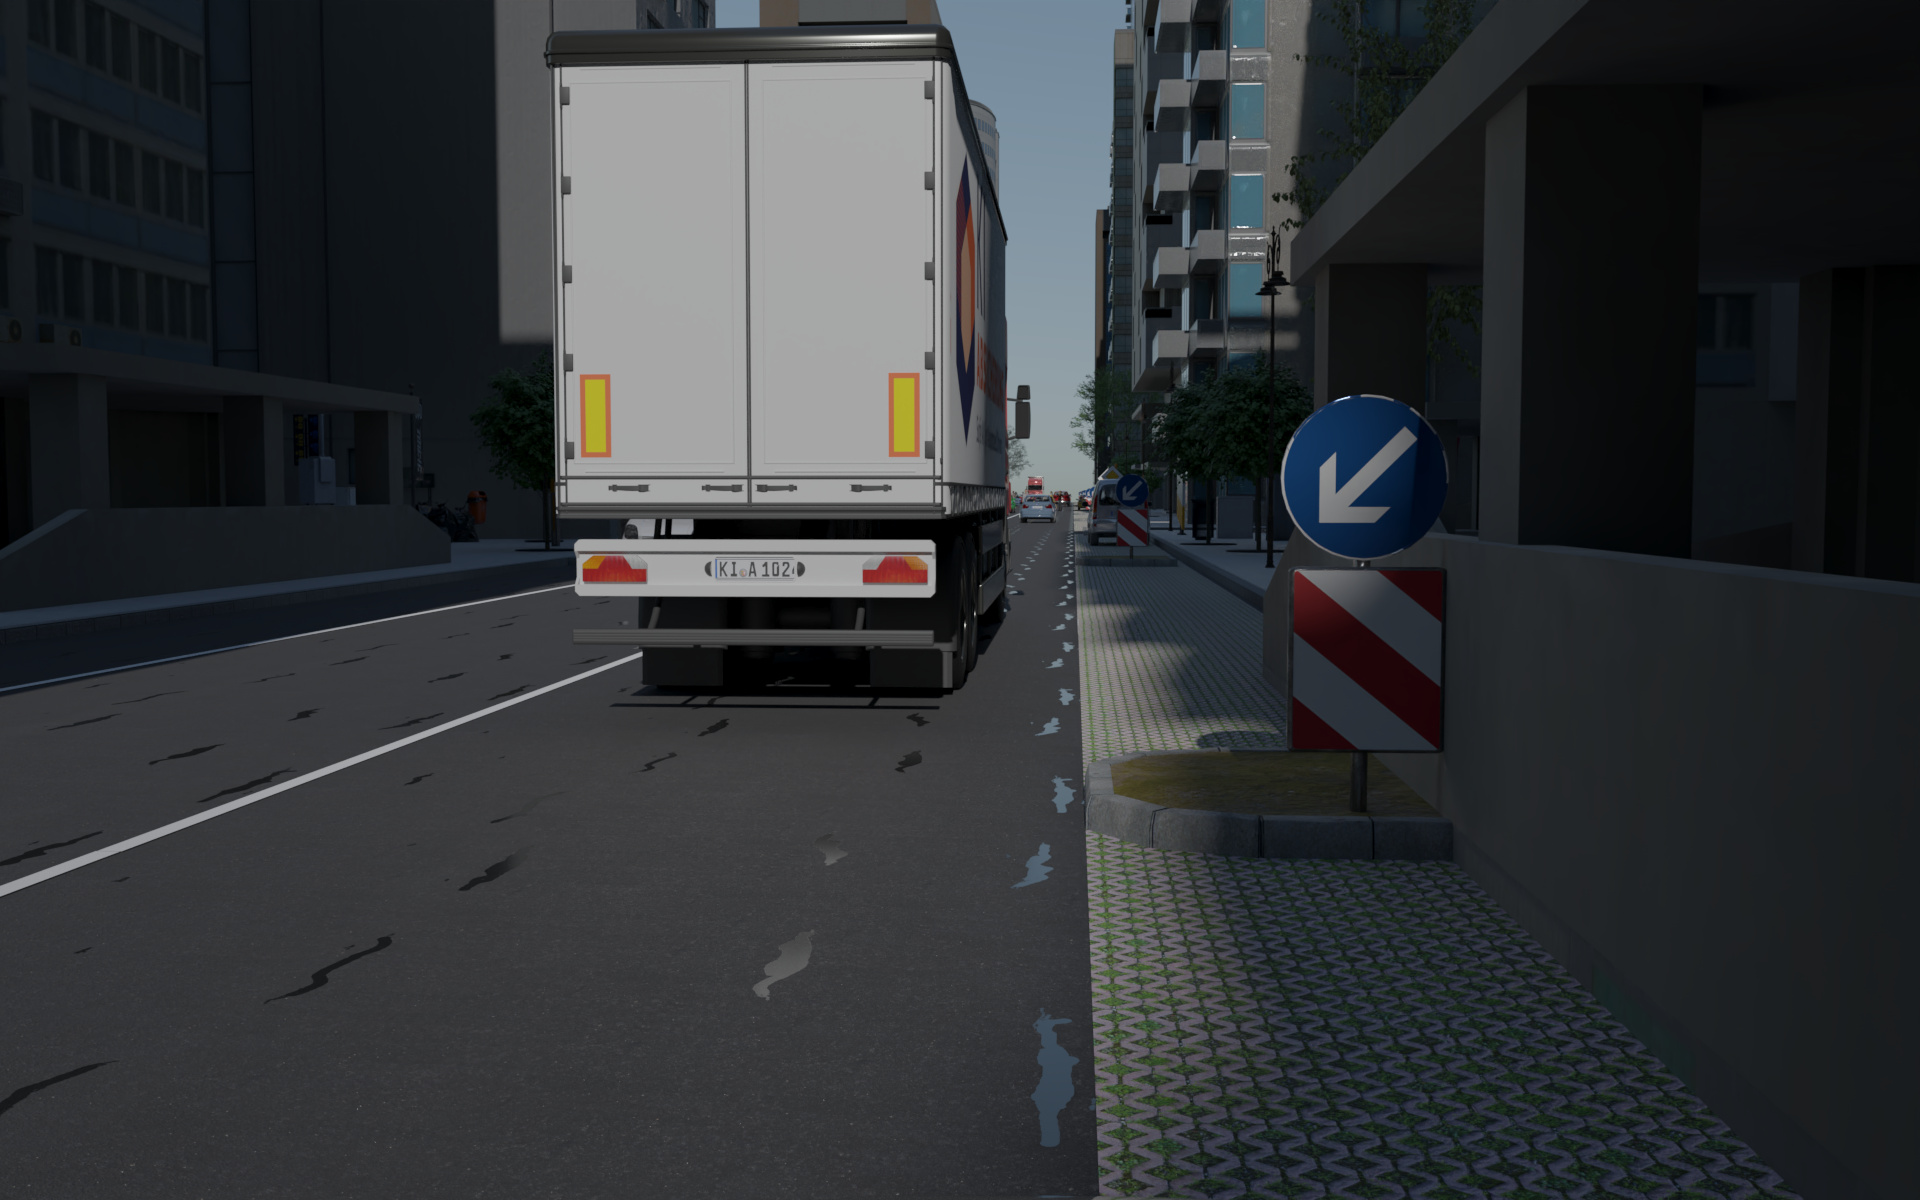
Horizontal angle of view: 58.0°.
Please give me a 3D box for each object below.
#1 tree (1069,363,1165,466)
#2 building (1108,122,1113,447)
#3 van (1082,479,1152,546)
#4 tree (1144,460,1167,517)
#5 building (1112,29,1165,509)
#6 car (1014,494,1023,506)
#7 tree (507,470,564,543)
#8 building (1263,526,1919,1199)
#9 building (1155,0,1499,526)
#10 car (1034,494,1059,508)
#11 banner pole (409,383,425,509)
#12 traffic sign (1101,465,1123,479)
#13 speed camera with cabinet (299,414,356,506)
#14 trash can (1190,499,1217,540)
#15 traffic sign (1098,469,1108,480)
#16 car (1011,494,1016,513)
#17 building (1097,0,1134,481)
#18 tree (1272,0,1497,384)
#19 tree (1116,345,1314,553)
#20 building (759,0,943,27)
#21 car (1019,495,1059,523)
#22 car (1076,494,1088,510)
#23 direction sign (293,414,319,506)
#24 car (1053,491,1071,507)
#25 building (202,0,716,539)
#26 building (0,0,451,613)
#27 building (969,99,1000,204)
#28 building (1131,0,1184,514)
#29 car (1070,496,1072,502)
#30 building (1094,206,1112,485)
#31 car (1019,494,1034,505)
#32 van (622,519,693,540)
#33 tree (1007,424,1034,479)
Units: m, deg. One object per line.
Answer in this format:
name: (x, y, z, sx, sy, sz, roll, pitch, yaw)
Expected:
tree: (12.364, -12.861, 136.026, 9.928, 11.665, 9.643, 0, 3, 0)
building: (28.664, -35.625, 202.083, 23.786, 49.044, 30.456, 0, 4, 4)
van: (4.467, -2.570, 49.027, 2.013, 2.044, 4.112, 0, 4, 3)
tree: (10.607, -6.303, 97.658, 1.663, 3.219, 1.824, 0, 3, 0)
building: (20.727, -28.892, 155.981, 14.154, 41.232, 14.086, 0, 4, 4)
car: (7.369, -11.814, 205.152, 2.014, 1.417, 4.499, 0, 4, 4)
tree: (-11.154, -3.163, 46.321, 1.663, 3.219, 1.824, 0, 3, 0)
building: (17.977, -19.107, 4.284, 32.217, 40.220, 23.993, 0, 4, 4)
building: (23.884, -27.910, 75.938, 30.456, 49.044, 23.786, 0, 4, 4)
car: (5.160, -5.971, 107.843, 2.015, 1.641, 3.980, 0, 4, 3)
banner pole: (-12.368, -3.023, 39.444, 0.401, 3.779, 0.863, 0, 4, 4)
traffic sign: (5.292, -3.458, 60.173, 0.795, 2.450, 0.064, 0, 4, 4)
speed camera with cabinet: (-15.549, -2.998, 43.355, 0.660, 3.252, 2.038, 2, 4, 27)
trash can: (6.781, -2.241, 48.301, 0.748, 1.137, 0.748, 0, 3, 0)
traffic sign: (5.813, -3.945, 68.141, 0.795, 2.450, 0.064, 0, 4, 4)
car: (3.216, -7.393, 129.676, 1.959, 1.807, 4.718, 0, 4, 4)
building: (30.541, -56.709, 239.855, 22.319, 86.520, 31.000, 0, 4, 4)
tree: (5.945, -4.425, 22.719, 4.737, 8.622, 4.395, 0, 3, 0)
tree: (6.579, -3.345, 38.398, 4.285, 4.588, 4.351, 0, 3, 0)
building: (-8.842, -30.630, 150.910, 14.600, 45.320, 14.200, 0, 4, 4)
car: (3.942, -4.587, 87.000, 2.014, 1.417, 4.499, 0, 4, 5)
car: (11.342, -8.818, 154.401, 2.015, 1.641, 3.980, 0, 4, 3)
direction sign: (-18.209, -3.443, 48.295, 0.379, 3.537, 0.876, 2, 4, 26)
car: (11.516, -11.531, 197.203, 2.281, 1.827, 5.304, 0, 4, 4)
building: (-15.455, -22.722, 55.093, 14.086, 41.232, 14.154, 0, 4, 4)
building: (-26.016, -20.387, 25.211, 32.217, 40.220, 23.993, 0, 4, 4)
building: (-5.358, -43.615, 255.098, 21.231, 58.520, 28.212, 0, 4, 4)
building: (24.943, -31.871, 110.333, 28.713, 52.752, 27.495, 0, 4, 4)
car: (18.079, -17.585, 296.561, 2.155, 1.783, 4.494, 0, 4, 3)
building: (27.536, -37.542, 263.914, 14.600, 45.320, 14.200, 0, 4, 4)
car: (7.836, -11.501, 197.085, 2.155, 1.783, 4.494, 0, 4, 3)
van: (-4.670, -1.421, 30.247, 2.013, 2.044, 4.112, 0, 4, 5)
tree: (7.723, -23.896, 301.061, 12.009, 13.543, 11.850, 0, 3, 0)
